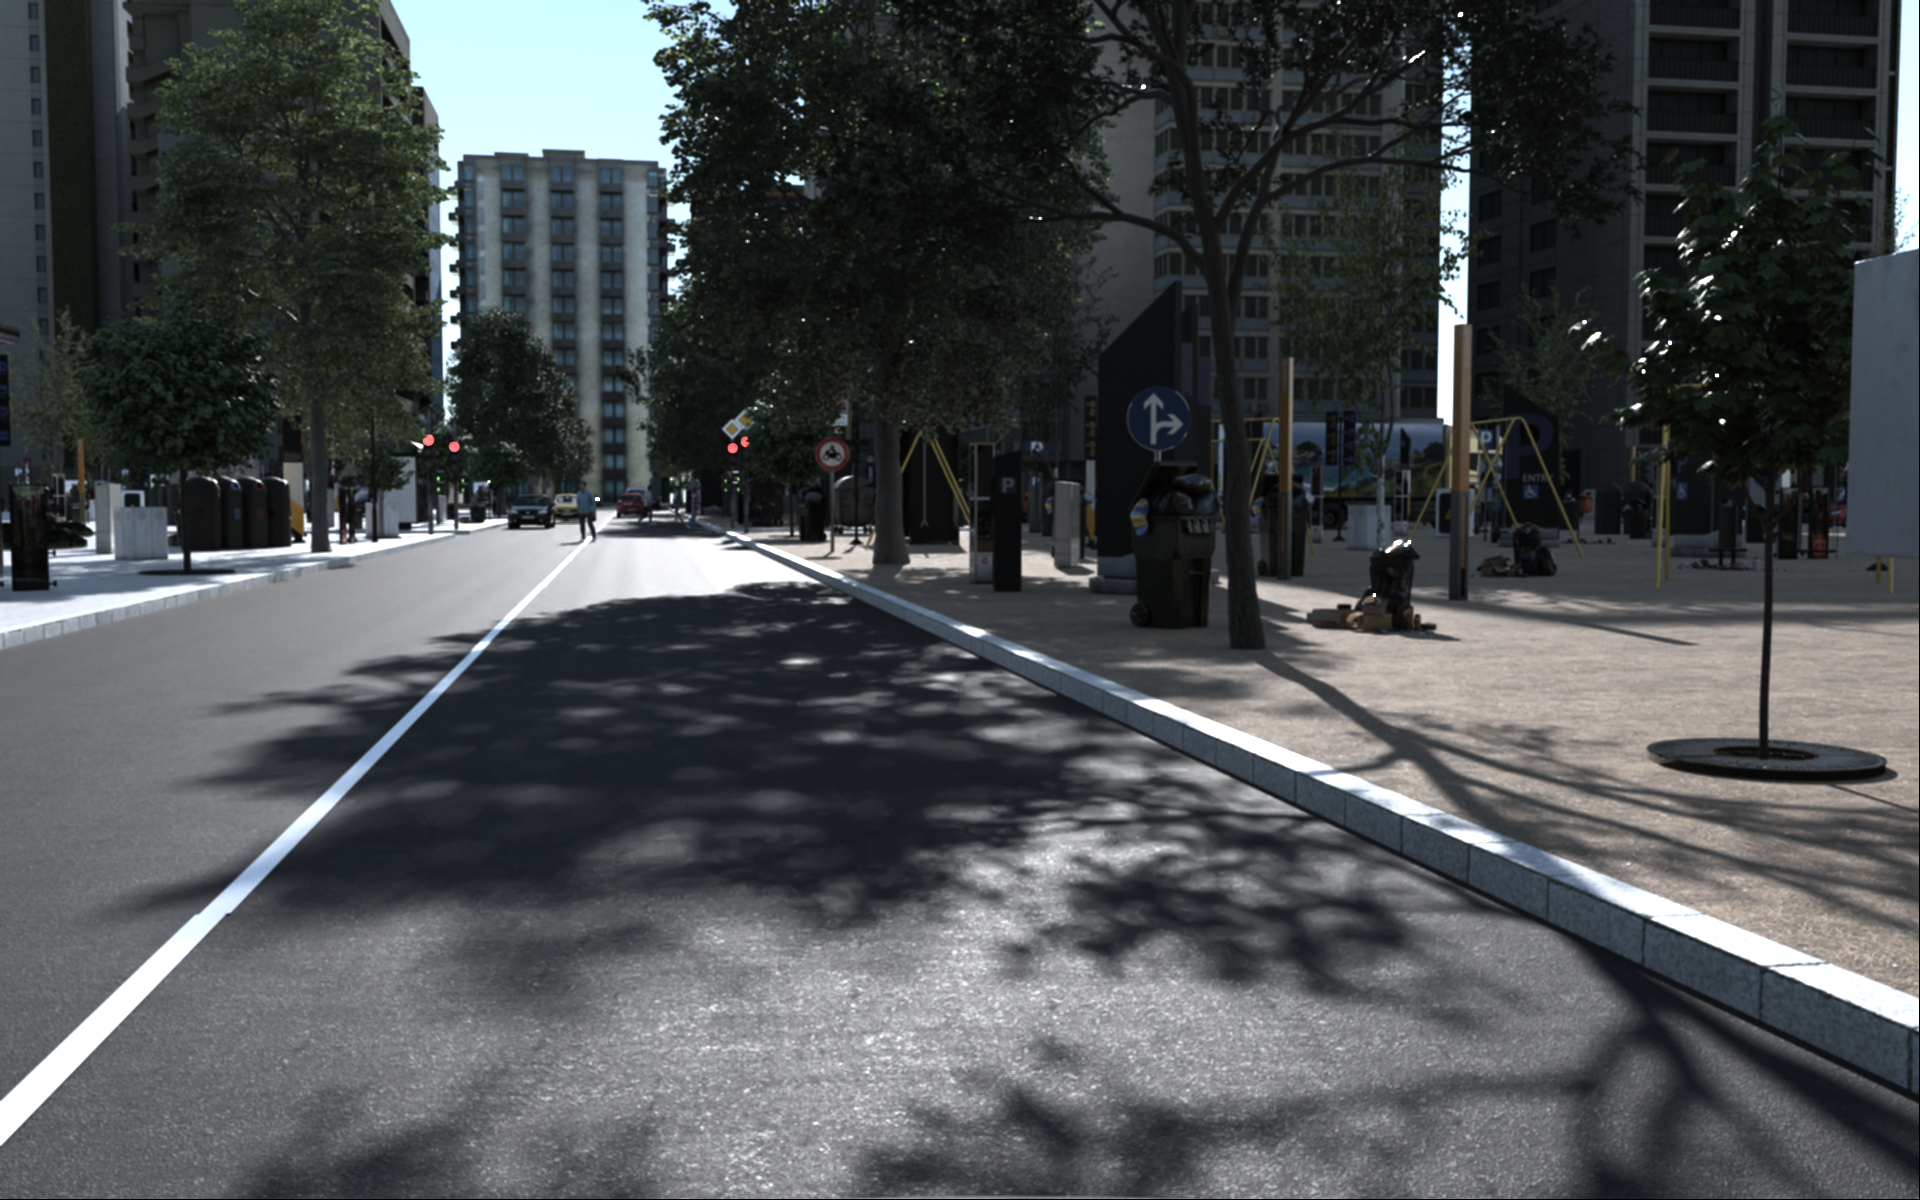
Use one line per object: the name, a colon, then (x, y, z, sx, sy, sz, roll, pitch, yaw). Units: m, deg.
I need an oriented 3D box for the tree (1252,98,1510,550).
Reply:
tree: (7.514, -4.978, 31.755, 4.737, 8.622, 4.395, 0, 3, 0)

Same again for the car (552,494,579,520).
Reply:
car: (-19.488, -4.635, 86.006, 2.015, 1.641, 3.980, -1, 4, -12)

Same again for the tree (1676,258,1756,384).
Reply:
tree: (22.430, -6.088, 49.909, 4.737, 8.622, 4.395, 0, 3, 0)

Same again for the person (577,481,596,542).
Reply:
person: (-11.166, -2.651, 51.869, 0.660, 1.820, 0.620, 1, 4, 15)

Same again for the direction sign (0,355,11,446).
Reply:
direction sign: (-15.802, -2.200, 27.975, 0.379, 3.537, 0.876, 3, 5, 42)

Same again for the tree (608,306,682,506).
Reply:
tree: (-29.524, -19.629, 176.817, 12.611, 20.169, 13.585, 0, 3, 0)

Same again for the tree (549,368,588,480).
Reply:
tree: (-36.542, -14.313, 152.146, 7.486, 12.596, 7.792, 0, 3, 0)

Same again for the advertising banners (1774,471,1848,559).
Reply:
advertising banners: (16.993, -2.329, 34.265, 2.074, 3.025, 0.090, -1, 4, -19)

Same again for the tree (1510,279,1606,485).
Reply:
tree: (19.911, -6.624, 58.666, 4.737, 8.622, 4.395, 0, 3, 0)

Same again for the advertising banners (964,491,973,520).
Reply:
advertising banners: (-0.244, -5.376, 84.084, 2.074, 3.025, 0.090, -2, 4, -25)

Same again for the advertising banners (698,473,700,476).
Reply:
advertising banners: (-20.054, -8.740, 139.079, 2.074, 3.025, 0.090, -1, 4, -19)

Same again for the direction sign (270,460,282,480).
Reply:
direction sign: (-45.107, -7.475, 114.216, 0.876, 3.537, 0.379, 1, 4, 15)

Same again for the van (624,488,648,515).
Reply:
van: (-22.496, -6.934, 120.378, 2.013, 2.044, 4.112, -1, 4, -10)

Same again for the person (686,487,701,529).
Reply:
person: (-10.975, -3.793, 71.360, 0.643, 1.720, 0.563, -1, 4, -10)

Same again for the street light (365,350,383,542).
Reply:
street light: (-15.617, -4.482, 46.063, 0.468, 5.910, 1.993, -1, 4, -11)

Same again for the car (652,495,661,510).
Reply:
car: (-27.377, -8.599, 153.166, 1.945, 1.354, 3.894, -1, 4, -11)

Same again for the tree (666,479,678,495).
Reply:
tree: (-33.541, -12.730, 202.734, 1.663, 3.219, 1.824, 0, 3, 0)

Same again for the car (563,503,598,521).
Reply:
car: (-20.372, -4.904, 92.758, 1.945, 1.354, 3.894, -1, 4, -12)

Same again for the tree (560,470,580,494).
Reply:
tree: (-45.755, -15.422, 202.504, 4.360, 8.622, 3.978, 0, 3, 0)

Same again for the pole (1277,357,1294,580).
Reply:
pole: (4.872, -1.961, 25.913, 0.158, 3.312, 0.155, 0, 3, 0)

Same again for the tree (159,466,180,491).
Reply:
tree: (-22.040, -3.382, 49.901, 1.663, 3.219, 1.824, 0, 3, 0)

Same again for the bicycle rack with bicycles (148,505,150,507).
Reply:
bicycle rack with bicycles: (-57.408, -6.773, 124.128, 2.852, 0.926, 2.925, -3, 5, -43)

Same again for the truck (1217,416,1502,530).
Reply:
truck: (15.302, -4.613, 64.332, 11.283, 4.237, 2.839, -1, 4, -11)

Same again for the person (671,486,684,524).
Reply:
person: (-13.397, -4.506, 82.202, 0.654, 1.822, 0.581, -2, 4, -27)

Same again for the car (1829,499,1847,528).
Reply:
car: (35.839, -3.628, 68.364, 4.494, 1.783, 2.155, -1, 4, -9)

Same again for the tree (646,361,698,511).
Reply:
tree: (-19.355, -12.874, 128.619, 7.486, 12.596, 7.792, 0, 3, 0)

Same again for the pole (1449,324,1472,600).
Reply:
pole: (6.039, -1.654, 20.890, 0.158, 3.312, 0.155, 0, 3, 0)

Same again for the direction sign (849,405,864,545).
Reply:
direction sign: (-2.643, -3.187, 44.100, 0.379, 3.537, 0.876, 0, 4, 6)

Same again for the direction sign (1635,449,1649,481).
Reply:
direction sign: (33.999, -5.773, 86.380, 0.876, 3.537, 0.379, -2, 4, -24)

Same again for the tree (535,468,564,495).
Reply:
tree: (-34.439, -11.824, 143.678, 4.737, 8.622, 4.395, 0, 3, 0)

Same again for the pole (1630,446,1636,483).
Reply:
pole: (28.535, -4.873, 73.512, 0.158, 3.312, 0.155, 0, 3, 0)

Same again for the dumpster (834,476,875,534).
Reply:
dumpster: (-3.452, -3.083, 56.172, 1.264, 1.857, 1.865, -1, 4, -11)

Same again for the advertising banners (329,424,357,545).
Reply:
advertising banners: (-15.734, -2.932, 44.131, 0.090, 3.025, 2.074, 0, 4, -3)

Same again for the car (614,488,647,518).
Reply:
car: (-19.962, -5.887, 105.284, 2.155, 1.783, 4.494, -1, 4, -11)

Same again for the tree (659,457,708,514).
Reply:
tree: (-16.800, -9.879, 111.880, 4.737, 8.622, 4.395, 0, 3, 0)

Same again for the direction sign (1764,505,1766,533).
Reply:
direction sign: (26.455, -3.962, 56.773, 0.379, 3.537, 0.876, -1, 4, -17)

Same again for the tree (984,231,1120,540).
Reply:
tree: (2.454, -5.996, 48.403, 4.360, 8.622, 3.978, 0, 3, 0)

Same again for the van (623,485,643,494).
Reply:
van: (-29.760, -9.433, 158.608, 2.240, 2.365, 5.245, -1, 4, -10)

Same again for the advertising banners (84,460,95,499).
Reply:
advertising banners: (-44.214, -5.641, 88.418, 0.090, 3.025, 2.074, 1, 4, 14)

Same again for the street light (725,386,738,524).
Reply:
street light: (-9.634, -6.134, 73.074, 0.468, 5.910, 1.993, -1, 4, -11)

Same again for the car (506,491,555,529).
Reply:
car: (-17.968, -3.847, 72.683, 2.009, 1.686, 4.222, -1, 4, -9)

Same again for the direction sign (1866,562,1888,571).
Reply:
direction sign: (15.431, -2.262, 28.982, 0.379, 3.537, 0.876, 3, 4, 36)

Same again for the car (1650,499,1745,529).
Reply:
car: (28.697, -3.548, 67.045, 4.494, 1.783, 2.155, -1, 4, -12)

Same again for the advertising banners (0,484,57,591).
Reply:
advertising banners: (-12.825, -1.603, 22.389, 0.090, 3.025, 2.074, 3, 5, 41)

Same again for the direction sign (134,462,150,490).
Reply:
direction sign: (-52.797, -7.331, 111.860, 0.876, 3.537, 0.379, -2, 4, -32)

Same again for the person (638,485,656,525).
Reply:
person: (-14.652, -4.445, 81.027, 0.795, 1.843, 0.661, -2, 4, -30)

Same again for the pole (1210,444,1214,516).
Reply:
pole: (10.184, -4.666, 70.139, 0.158, 3.312, 0.155, 0, 3, 0)

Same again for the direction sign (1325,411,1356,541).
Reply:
direction sign: (10.393, -3.386, 47.364, 0.876, 3.537, 0.379, 3, 5, 40)

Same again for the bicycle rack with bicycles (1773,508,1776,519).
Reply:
bicycle rack with bicycles: (40.774, -4.329, 84.166, 2.925, 0.926, 2.852, -2, 4, -23)

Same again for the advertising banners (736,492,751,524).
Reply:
advertising banners: (-8.761, -4.828, 75.119, 2.074, 3.025, 0.090, -2, 4, -32)

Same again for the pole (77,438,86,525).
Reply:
pole: (-32.213, -4.261, 63.515, 0.158, 3.312, 0.155, 0, 3, 0)

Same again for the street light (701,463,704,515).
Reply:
street light: (-15.763, -8.132, 105.741, 0.468, 5.910, 1.993, -1, 4, -11)

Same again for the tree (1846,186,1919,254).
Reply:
tree: (22.694, -5.560, 41.275, 4.360, 8.622, 3.978, 0, 3, 0)

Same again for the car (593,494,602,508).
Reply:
car: (-39.035, -10.517, 183.755, 2.131, 1.459, 4.920, -1, 4, -10)

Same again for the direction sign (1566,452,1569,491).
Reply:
direction sign: (32.570, -6.172, 92.911, 0.379, 3.537, 0.876, 1, 4, 14)
